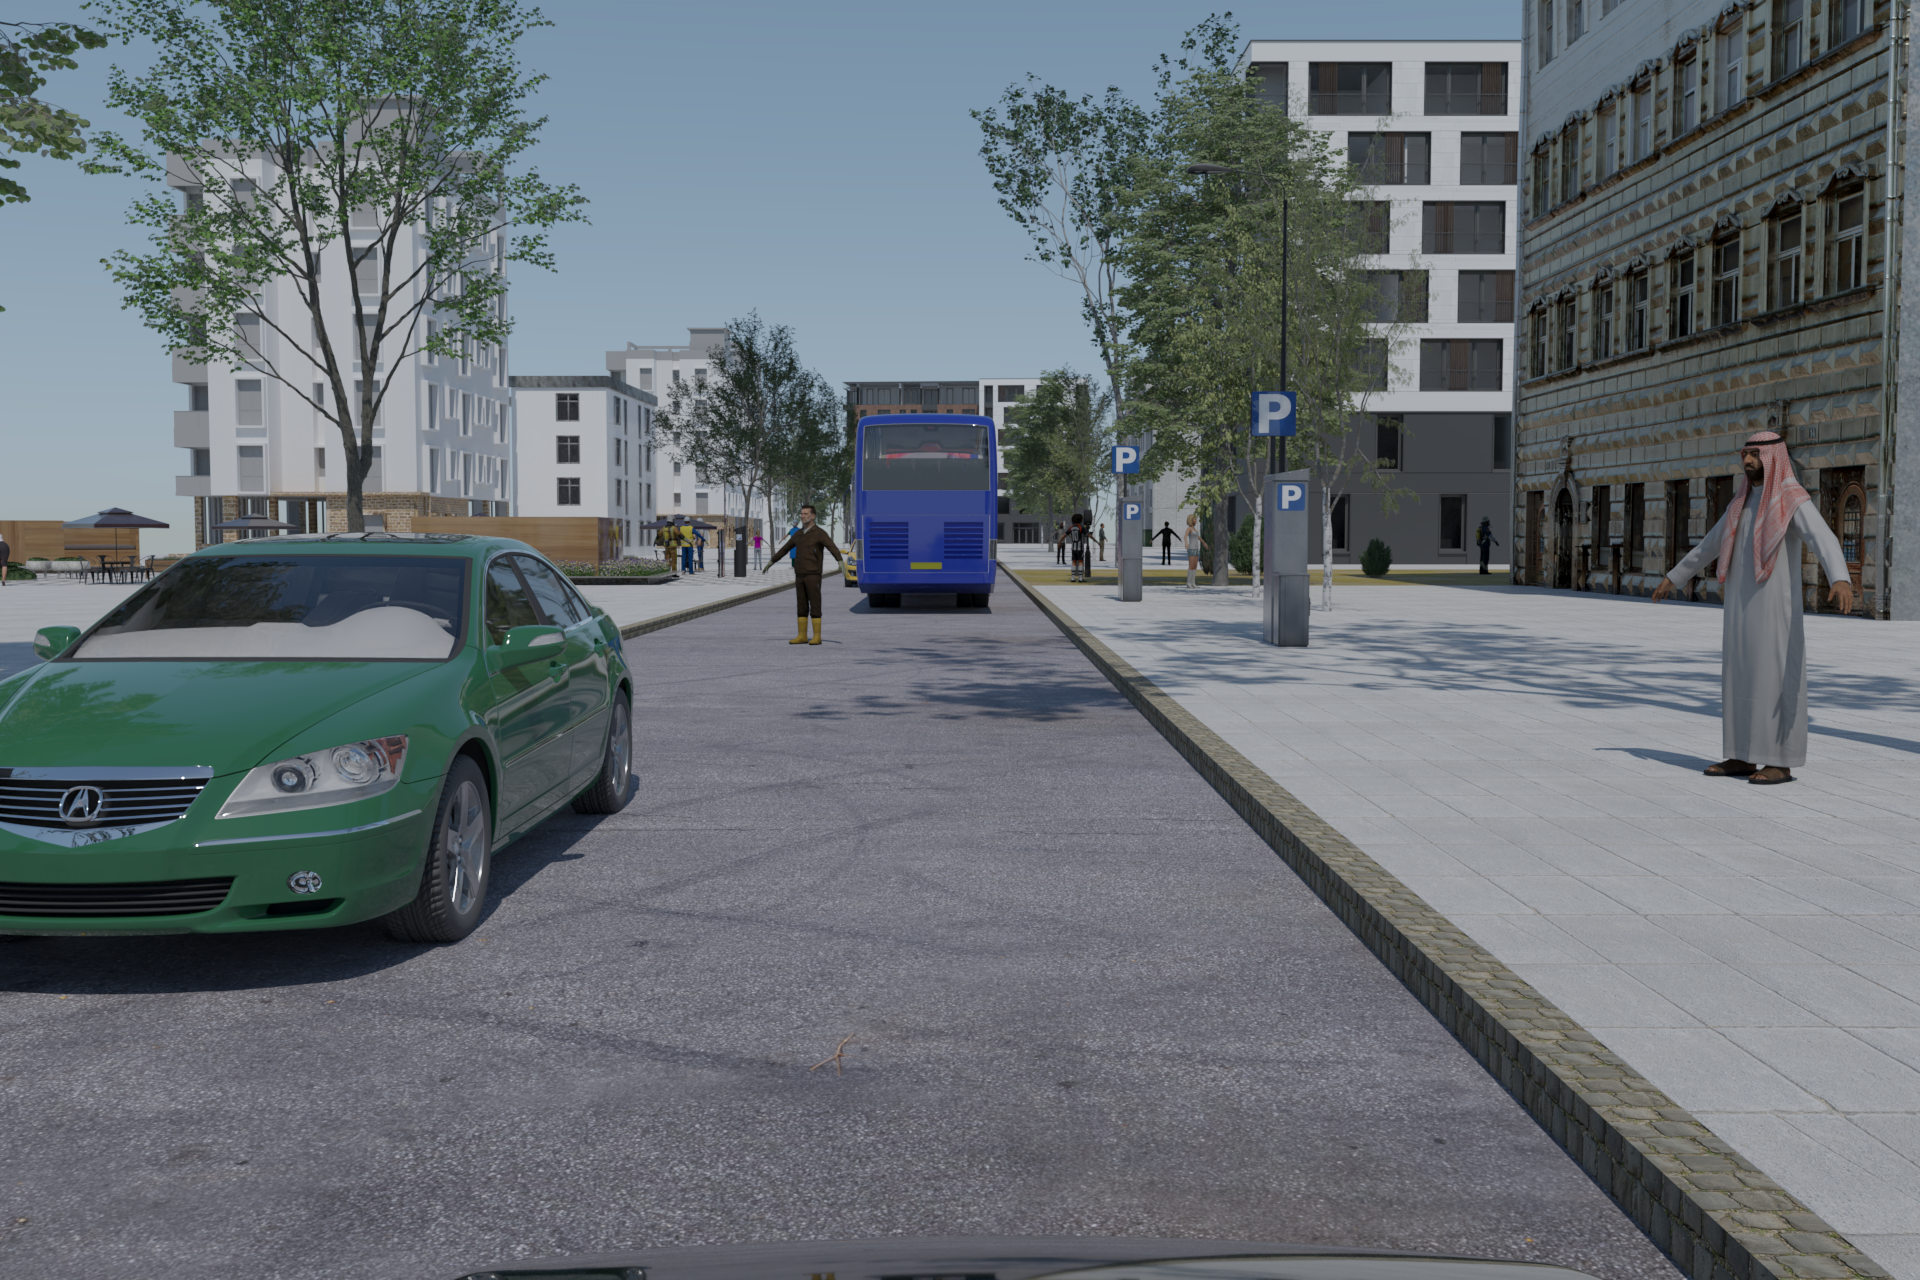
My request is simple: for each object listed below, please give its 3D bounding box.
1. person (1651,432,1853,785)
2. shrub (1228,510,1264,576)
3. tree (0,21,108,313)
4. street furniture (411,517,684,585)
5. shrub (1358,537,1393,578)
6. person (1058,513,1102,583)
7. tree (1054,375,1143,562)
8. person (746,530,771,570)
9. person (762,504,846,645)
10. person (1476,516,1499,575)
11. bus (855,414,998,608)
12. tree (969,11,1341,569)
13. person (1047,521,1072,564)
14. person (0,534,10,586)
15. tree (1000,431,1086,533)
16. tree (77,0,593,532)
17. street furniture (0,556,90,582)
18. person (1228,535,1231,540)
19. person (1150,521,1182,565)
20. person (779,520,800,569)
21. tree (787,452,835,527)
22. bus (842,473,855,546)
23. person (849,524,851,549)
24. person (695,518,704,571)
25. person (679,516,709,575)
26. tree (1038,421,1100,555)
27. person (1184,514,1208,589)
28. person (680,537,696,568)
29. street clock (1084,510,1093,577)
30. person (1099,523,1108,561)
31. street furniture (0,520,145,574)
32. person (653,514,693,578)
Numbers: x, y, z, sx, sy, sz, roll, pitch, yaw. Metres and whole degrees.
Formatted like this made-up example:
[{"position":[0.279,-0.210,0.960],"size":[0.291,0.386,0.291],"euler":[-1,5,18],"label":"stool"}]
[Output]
[{"position":[4.154,-0.176,9.027],"size":[0.704,1.811,1.347],"euler":[-1,4,-18],"label":"person"},{"position":[9.067,-3.009,53.612],"size":[1.690,2.028,1.600],"euler":[0,3,0],"label":"shrub"},{"position":[-9.209,-5.681,11.014],"size":[7.486,12.596,7.792],"euler":[0,3,0],"label":"tree"},{"position":[-10.646,-2.354,45.339],"size":[11.010,1.723,9.812],"euler":[0,4,-4],"label":"street furniture"},{"position":[12.285,-2.451,51.183],"size":[1.383,1.207,1.383],"euler":[0,3,0],"label":"shrub"},{"position":[3.130,-2.429,45.861],"size":[1.345,1.843,0.704],"euler":[2,4,35],"label":"person"},{"position":[6.167,-7.913,79.748],"size":[4.360,8.622,3.978],"euler":[0,3,0],"label":"tree"},{"position":[-7.216,-3.206,61.686],"size":[0.991,1.433,0.599],"euler":[-1,4,-19],"label":"person"},{"position":[-1.978,-0.846,22.433],"size":[1.346,1.812,0.704],"euler":[2,4,33],"label":"person"},{"position":[16.646,-3.001,54.839],"size":[0.705,1.856,1.354],"euler":[-1,4,-10],"label":"person"},{"position":[-0.624,-2.756,36.606],"size":[2.896,3.916,12.251],"euler":[0,4,0],"label":"bus"},{"position":[7.047,-12.667,62.987],"size":[12.611,20.169,13.585],"euler":[0,3,0],"label":"tree"},{"position":[4.289,-4.105,73.239],"size":[1.348,1.813,0.705],"euler":[-1,4,-15],"label":"person"},{"position":[-23.821,-2.057,42.865],"size":[0.799,1.438,0.628],"euler":[1,4,12],"label":"person"},{"position":[6.617,-12.152,133.099],"size":[7.601,10.594,8.767],"euler":[-1,4,-10],"label":"tree"},{"position":[-9.598,-6.214,27.349],"size":[9.928,11.665,9.643],"euler":[0,3,0],"label":"tree"},{"position":[-29.782,-2.041,49.002],"size":[10.072,0.657,5.734],"euler":[1,4,20],"label":"street furniture"},{"position":[10.634,-3.934,70.513],"size":[1.347,1.806,0.705],"euler":[-3,4,-37],"label":"person"},{"position":[8.485,-3.977,71.216],"size":[1.347,1.806,0.705],"euler":[0,4,-3],"label":"person"},{"position":[-6.063,-3.514,63.581],"size":[1.347,1.817,0.704],"euler":[2,4,32],"label":"person"},{"position":[-21.453,-20.293,238.451],"size":[9.857,13.997,8.962],"euler":[0,3,0],"label":"tree"},{"position":[-2.393,-4.382,63.199],"size":[2.896,3.916,12.251],"euler":[0,4,0],"label":"bus"},{"position":[-5.013,-4.583,81.150],"size":[0.704,1.802,1.346],"euler":[0,4,-2],"label":"person"},{"position":[-9.126,-3.352,60.659],"size":[0.705,1.847,1.347],"euler":[-1,4,-13],"label":"person"},{"position":[-8.563,-2.966,54.460],"size":[1.349,1.833,0.705],"euler":[0,4,6],"label":"person"},{"position":[6.593,-9.621,107.666],"size":[4.737,8.622,4.395],"euler":[0,3,0],"label":"tree"},{"position":[5.538,-2.083,40.676],"size":[0.721,1.753,1.214],"euler":[2,4,31],"label":"person"},{"position":[-10.243,-3.590,65.416],"size":[0.721,1.740,1.216],"euler":[-3,4,-39],"label":"person"},{"position":[3.786,-2.859,51.310],"size":[0.358,2.002,0.471],"euler":[0,4,0],"label":"street clock"},{"position":[6.747,-4.629,81.956],"size":[0.705,1.796,1.348],"euler":[0,4,-8],"label":"person"},{"position":[-32.022,-3.218,59.462],"size":[11.010,1.723,9.812],"euler":[-2,4,-35],"label":"street furniture"},{"position":[-8.493,-2.766,50.985],"size":[1.354,1.858,0.705],"euler":[2,4,24],"label":"person"}]
